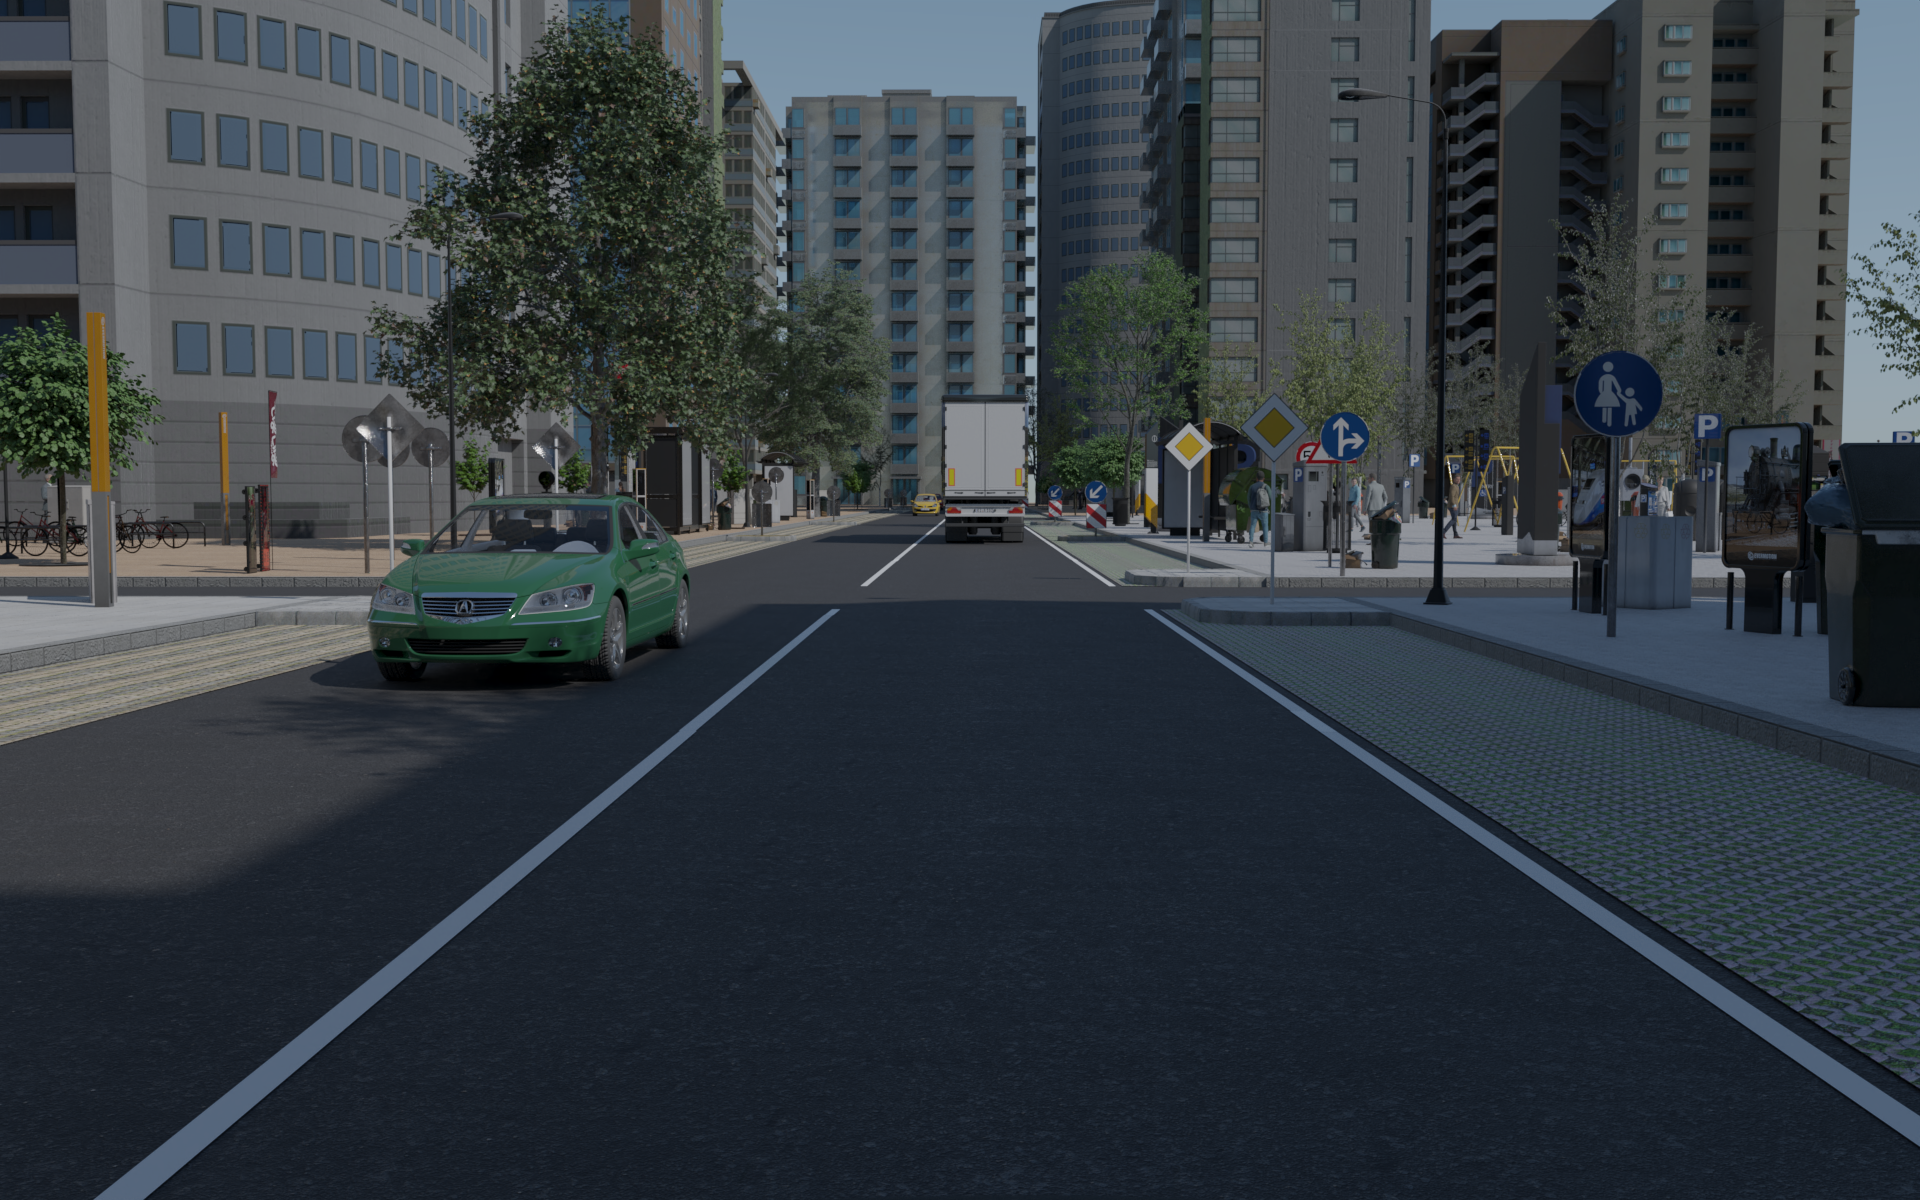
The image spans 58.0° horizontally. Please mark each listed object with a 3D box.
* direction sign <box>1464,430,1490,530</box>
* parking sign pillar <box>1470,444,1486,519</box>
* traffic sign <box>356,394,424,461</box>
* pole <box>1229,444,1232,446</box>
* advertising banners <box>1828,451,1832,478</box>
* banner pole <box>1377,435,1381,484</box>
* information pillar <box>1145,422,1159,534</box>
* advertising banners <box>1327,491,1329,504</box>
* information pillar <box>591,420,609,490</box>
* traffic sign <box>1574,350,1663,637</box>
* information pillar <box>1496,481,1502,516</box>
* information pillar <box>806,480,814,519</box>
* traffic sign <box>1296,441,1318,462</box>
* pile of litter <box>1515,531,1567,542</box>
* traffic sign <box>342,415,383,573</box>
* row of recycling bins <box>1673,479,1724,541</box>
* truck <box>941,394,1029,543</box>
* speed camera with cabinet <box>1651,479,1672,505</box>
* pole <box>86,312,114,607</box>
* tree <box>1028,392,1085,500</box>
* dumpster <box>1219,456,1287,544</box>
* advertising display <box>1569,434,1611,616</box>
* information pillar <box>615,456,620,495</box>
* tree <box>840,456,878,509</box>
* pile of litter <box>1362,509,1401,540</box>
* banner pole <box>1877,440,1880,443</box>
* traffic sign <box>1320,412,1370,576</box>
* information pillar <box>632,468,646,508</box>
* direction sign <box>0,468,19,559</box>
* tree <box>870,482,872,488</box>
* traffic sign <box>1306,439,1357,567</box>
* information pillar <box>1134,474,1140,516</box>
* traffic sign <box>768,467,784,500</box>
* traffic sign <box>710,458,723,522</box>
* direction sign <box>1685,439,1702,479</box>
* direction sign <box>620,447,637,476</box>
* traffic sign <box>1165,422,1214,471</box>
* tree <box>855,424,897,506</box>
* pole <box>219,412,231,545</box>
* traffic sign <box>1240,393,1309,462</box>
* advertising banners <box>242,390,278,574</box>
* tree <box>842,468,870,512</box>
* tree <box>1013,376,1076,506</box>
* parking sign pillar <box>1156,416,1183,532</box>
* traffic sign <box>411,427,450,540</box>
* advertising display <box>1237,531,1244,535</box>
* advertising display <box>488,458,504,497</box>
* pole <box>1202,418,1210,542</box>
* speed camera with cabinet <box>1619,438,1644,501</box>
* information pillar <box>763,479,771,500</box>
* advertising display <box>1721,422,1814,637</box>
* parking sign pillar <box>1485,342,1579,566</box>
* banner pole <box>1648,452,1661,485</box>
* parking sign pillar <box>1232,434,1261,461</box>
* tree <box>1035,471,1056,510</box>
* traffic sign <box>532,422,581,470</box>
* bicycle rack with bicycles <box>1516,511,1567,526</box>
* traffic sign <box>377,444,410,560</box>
[{"bbox_3d":[18.236,-4.232,61.185,0.876,3.537,0.379,2,4,31],"label":"direction sign"},{"bbox_3d":[26.884,-6.149,89.009,1.447,3.967,1.447,1,4,16],"label":"parking sign pillar"},{"bbox_3d":[-6.643,-1.100,20.181,0.795,2.593,0.064,0,4,1],"label":"traffic sign"},{"bbox_3d":[8.954,-3.900,57.604,0.158,3.312,0.155,0,3,0],"label":"pole"},{"bbox_3d":[35.245,-4.502,69.801,0.090,3.025,2.074,1,4,11],"label":"advertising banners"},{"bbox_3d":[17.868,-5.127,73.847,0.401,3.779,0.863,0,4,3],"label":"banner pole"},{"bbox_3d":[6.185,-3.947,55.895,0.504,3.616,0.183,-2,4,-32],"label":"information pillar"},{"bbox_3d":[17.720,-5.346,83.593,0.090,3.025,2.074,0,4,3],"label":"advertising banners"},{"bbox_3d":[-10.075,-3.497,48.534,0.504,3.616,0.183,-1,4,-21],"label":"information pillar"},{"bbox_3d":[5.854,-0.941,15.489,0.768,2.556,0.104,0,4,6],"label":"traffic sign"},{"bbox_3d":[31.170,-5.848,100.104,0.304,2.012,0.304,0,4,6],"label":"information pillar"},{"bbox_3d":[-7.675,-5.153,88.745,0.304,2.012,0.304,3,4,38],"label":"information pillar"},{"bbox_3d":[8.508,-2.561,41.977,0.768,2.556,0.104,0,4,6],"label":"traffic sign"},{"bbox_3d":[15.785,-1.996,46.593,1.719,0.858,1.176,0,4,6],"label":"pile of litter"},{"bbox_3d":[-9.587,-1.702,27.936,0.768,2.556,0.104,0,4,1],"label":"traffic sign"},{"bbox_3d":[20.947,-2.523,48.360,3.534,1.692,1.069,-3,5,-41],"label":"row of recycling bins"},{"bbox_3d":[0.741,-4.002,54.345,2.839,4.237,11.283,0,4,0],"label":"truck"},{"bbox_3d":[40.433,-6.505,100.698,0.660,3.252,2.038,-3,5,-42],"label":"speed camera with cabinet"},{"bbox_3d":[-9.715,-1.573,19.566,0.158,3.312,0.155,0,3,0],"label":"pole"},{"bbox_3d":[6.866,-10.528,122.498,4.737,8.622,4.395,0,3,0],"label":"tree"},{"bbox_3d":[7.632,-2.612,45.204,1.502,2.255,1.985,0,4,0],"label":"dumpster"},{"bbox_3d":[6.815,-0.823,18.677,0.123,1.923,0.974,0,4,-2],"label":"advertising display"},{"bbox_3d":[-19.803,-6.659,100.224,0.183,3.616,0.504,-3,5,-42],"label":"information pillar"},{"bbox_3d":[-8.633,-9.990,147.051,4.285,4.588,4.351,0,3,0],"label":"tree"},{"bbox_3d":[11.812,-2.107,48.420,1.176,0.858,1.719,2,4,28],"label":"pile of litter"},{"bbox_3d":[42.146,-5.470,79.445,0.401,3.779,0.863,1,4,12],"label":"banner pole"},{"bbox_3d":[5.975,-1.643,26.976,0.768,2.556,0.104,0,4,1],"label":"traffic sign"},{"bbox_3d":[-9.217,-2.771,49.790,0.304,2.012,0.304,-2,4,-34],"label":"information pillar"},{"bbox_3d":[-18.876,-2.584,34.238,0.379,3.537,0.876,0,4,6],"label":"direction sign"},{"bbox_3d":[-8.015,-9.019,142.067,1.663,3.219,1.824,0,3,0],"label":"tree"},{"bbox_3d":[6.502,-1.858,30.377,0.884,2.594,0.081,0,4,7],"label":"traffic sign"},{"bbox_3d":[10.453,-6.763,101.929,0.183,3.616,0.504,-1,4,-22],"label":"information pillar"},{"bbox_3d":[-8.603,-4.949,81.025,0.768,2.556,0.104,1,4,9],"label":"traffic sign"},{"bbox_3d":[-8.842,-3.783,61.959,0.768,2.556,0.104,0,4,5],"label":"traffic sign"},{"bbox_3d":[30.402,-4.886,71.880,0.379,3.537,0.876,-1,4,-18],"label":"direction sign"},{"bbox_3d":[-14.303,-5.077,75.001,0.876,3.537,0.379,-3,5,-43],"label":"direction sign"},{"bbox_3d":[3.725,-1.582,28.049,0.795,2.593,0.064,0,4,1],"label":"traffic sign"},{"bbox_3d":[-8.619,-14.099,180.872,4.360,8.622,3.978,0,3,0],"label":"tree"},{"bbox_3d":[-18.362,-3.021,43.240,0.158,3.312,0.155,0,3,0],"label":"pole"},{"bbox_3d":[3.651,-1.093,20.065,0.795,2.593,0.064,0,4,1],"label":"traffic sign"},{"bbox_3d":[-11.553,-1.987,28.679,0.090,3.025,2.074,0,4,-7],"label":"advertising banners"},{"bbox_3d":[-7.846,-8.071,126.567,1.663,3.219,1.824,0,3,0],"label":"tree"},{"bbox_3d":[7.863,-16.489,179.960,12.009,13.543,11.850,0,3,0],"label":"tree"},{"bbox_3d":[7.416,-4.337,59.387,1.447,3.967,1.447,2,4,29],"label":"parking sign pillar"},{"bbox_3d":[-10.101,-2.016,33.076,0.768,2.556,0.104,0,4,3],"label":"traffic sign"},{"bbox_3d":[8.725,-2.995,54.177,0.974,1.923,0.123,-2,4,-26],"label":"advertising display"},{"bbox_3d":[-8.317,-1.583,31.096,0.123,1.923,0.974,0,4,-6],"label":"advertising display"},{"bbox_3d":[6.627,-3.225,46.564,0.158,3.312,0.155,0,3,0],"label":"pole"},{"bbox_3d":[22.787,-4.057,60.673,2.038,3.252,0.660,0,4,8],"label":"speed camera with cabinet"},{"bbox_3d":[-9.122,-4.733,81.872,0.304,2.012,0.304,2,4,25],"label":"information pillar"},{"bbox_3d":[7.418,-0.657,15.953,0.123,1.923,0.974,-1,4,-18],"label":"advertising display"},{"bbox_3d":[10.502,-2.628,31.433,1.447,3.967,1.447,0,4,5],"label":"parking sign pillar"},{"bbox_3d":[41.084,-6.876,102.440,0.863,3.779,0.401,2,4,26],"label":"banner pole"},{"bbox_3d":[10.954,-4.807,67.059,1.447,3.967,1.447,1,4,21],"label":"parking sign pillar"},{"bbox_3d":[7.502,-9.738,153.816,1.663,3.219,1.824,0,3,0],"label":"tree"},{"bbox_3d":[-6.568,-1.589,28.166,0.795,2.593,0.064,0,4,1],"label":"traffic sign"},{"bbox_3d":[23.051,-3.319,67.640,2.925,0.926,2.852,-1,4,-14],"label":"bicycle rack with bicycles"},{"bbox_3d":[-11.014,-2.045,33.534,0.768,2.556,0.104,0,4,8],"label":"traffic sign"}]
